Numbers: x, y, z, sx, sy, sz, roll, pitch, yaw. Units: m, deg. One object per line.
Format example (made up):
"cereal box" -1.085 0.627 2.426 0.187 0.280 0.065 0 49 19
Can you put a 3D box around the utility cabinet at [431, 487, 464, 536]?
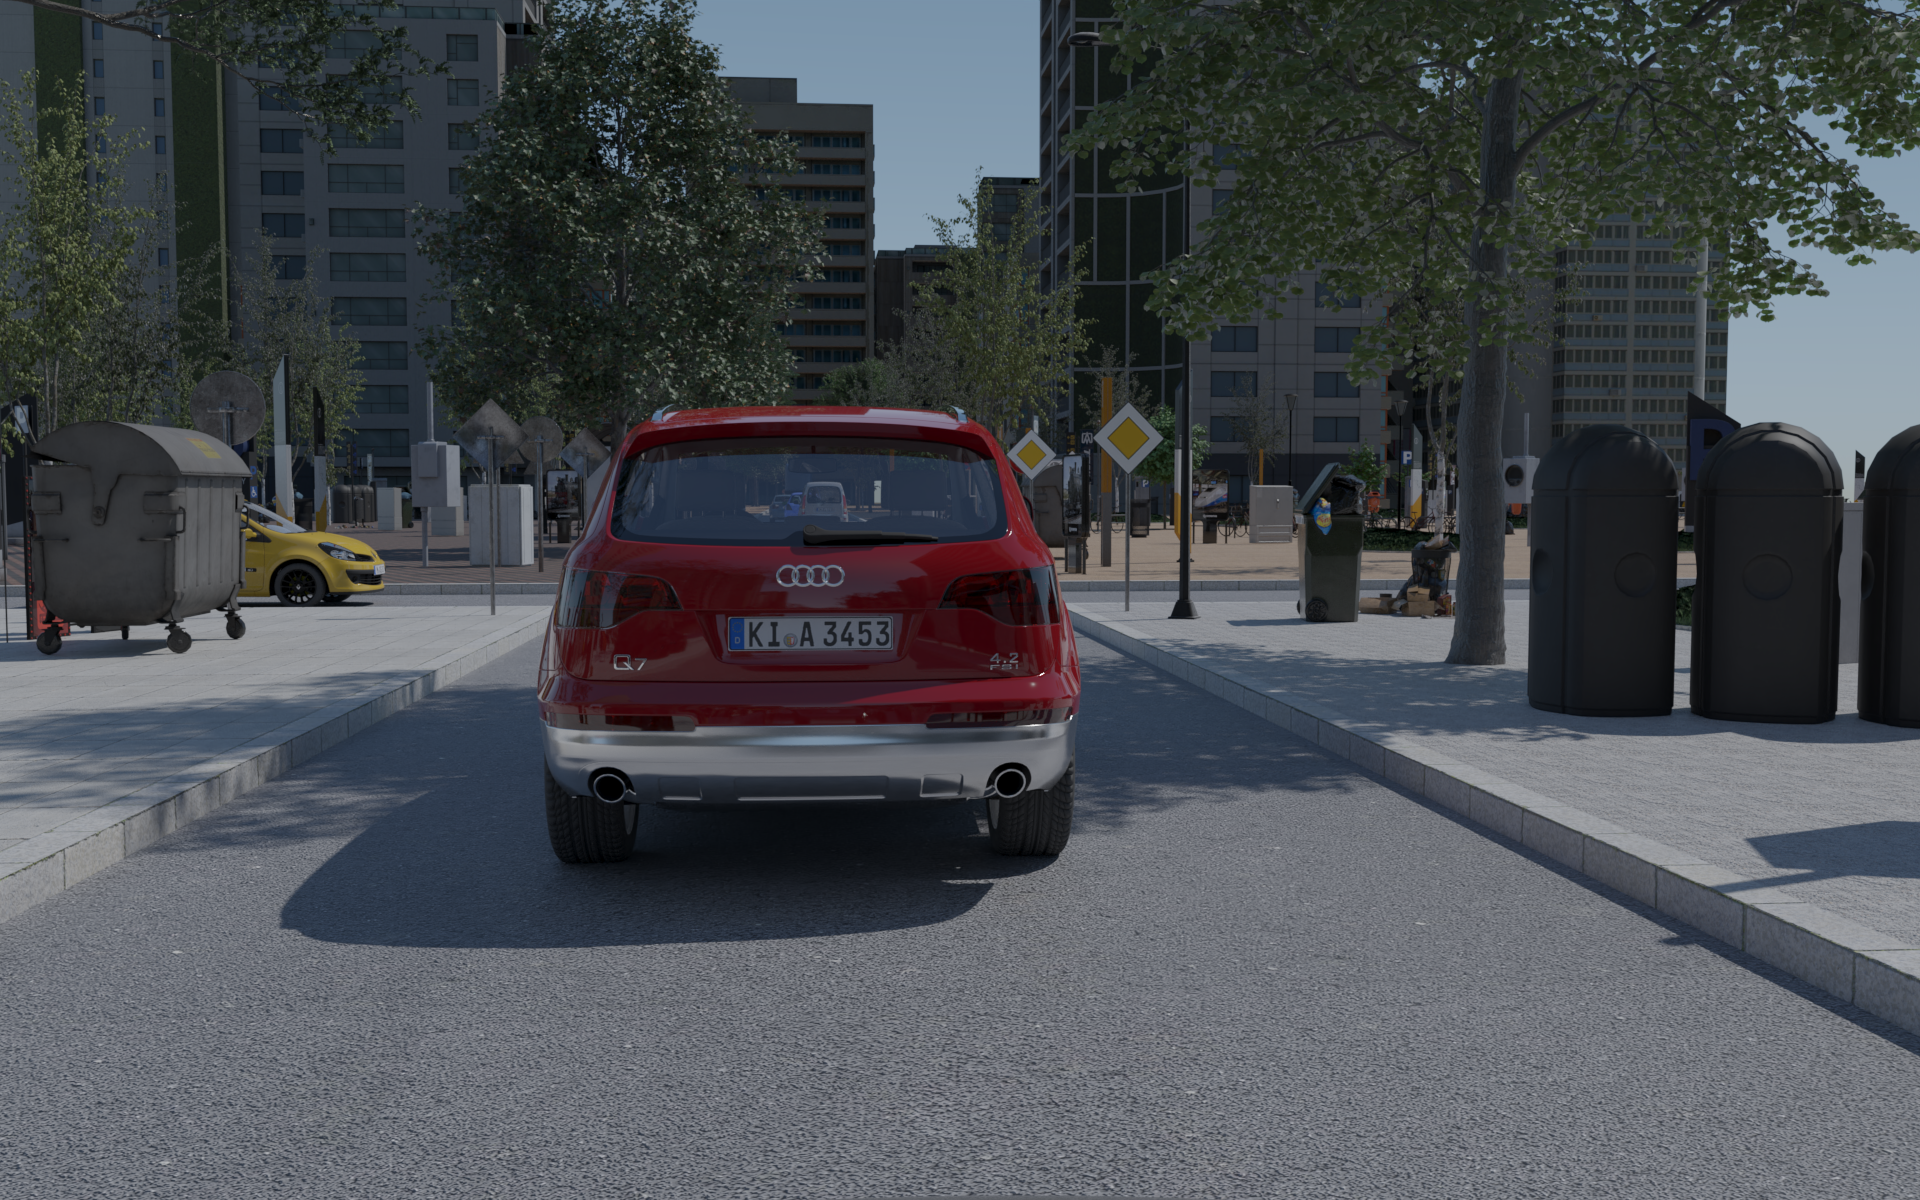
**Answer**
"utility cabinet" -15.615 -2.697 52.767 1.173 1.500 0.318 2 4 35

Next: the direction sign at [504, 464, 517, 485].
"direction sign" -17.560 -4.629 67.675 0.876 3.537 0.379 3 5 44

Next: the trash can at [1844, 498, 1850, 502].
"trash can" 29.677 -2.873 58.625 0.748 1.137 0.748 0 3 0

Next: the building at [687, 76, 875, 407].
"building" -21.164 -35.582 205.470 21.600 48.544 21.300 0 4 -5

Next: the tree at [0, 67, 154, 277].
"tree" -15.890 -4.844 29.568 4.737 8.622 4.395 0 3 0

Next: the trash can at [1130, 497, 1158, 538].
"trash can" 5.274 -2.406 50.991 0.748 1.137 0.748 0 3 0

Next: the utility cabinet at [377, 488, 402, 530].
"utility cabinet" -20.009 -3.187 60.781 1.173 1.500 0.318 3 5 44

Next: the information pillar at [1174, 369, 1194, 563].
"information pillar" 4.185 -2.510 32.386 0.183 3.616 0.504 3 5 39

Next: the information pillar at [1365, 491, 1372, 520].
"information pillar" 19.935 -4.901 84.621 0.304 2.012 0.304 1 4 21

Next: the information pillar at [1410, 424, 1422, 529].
"information pillar" 15.302 -4.083 58.104 0.504 3.616 0.183 -3 5 -39

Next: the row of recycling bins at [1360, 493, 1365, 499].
"row of recycling bins" 22.010 -5.496 96.980 1.069 1.692 3.534 0 4 -1

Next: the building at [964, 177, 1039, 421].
"building" 8.352 -23.792 160.692 14.160 30.474 14.107 0 4 -5

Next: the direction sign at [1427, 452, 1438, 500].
"direction sign" 25.265 -6.146 92.480 0.876 3.537 0.379 -2 4 -33

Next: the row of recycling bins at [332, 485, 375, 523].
"row of recycling bins" -27.073 -4.301 77.427 1.069 1.692 3.534 0 4 1

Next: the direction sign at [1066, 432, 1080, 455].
"direction sign" 4.311 -4.359 63.268 0.876 3.537 0.379 1 4 12

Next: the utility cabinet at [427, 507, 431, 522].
"utility cabinet" -24.079 -4.182 79.537 0.306 1.237 1.020 3 5 45

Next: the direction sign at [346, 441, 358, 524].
"direction sign" -26.092 -5.038 74.374 0.876 3.537 0.379 3 5 43

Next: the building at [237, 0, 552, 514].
"building" -37.409 -41.842 122.373 20.563 71.187 20.611 0 4 -5

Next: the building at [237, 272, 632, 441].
"building" -43.173 -18.672 150.321 28.899 21.520 27.650 0 4 -5

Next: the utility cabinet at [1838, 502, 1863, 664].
"utility cabinet" 6.387 -0.117 13.078 1.020 1.237 0.306 -2 4 -24

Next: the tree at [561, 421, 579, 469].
"tree" -18.976 -7.953 80.398 4.737 8.622 4.395 0 3 0

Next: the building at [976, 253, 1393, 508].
"building" 16.513 -18.028 139.803 27.650 21.520 28.899 0 4 -5

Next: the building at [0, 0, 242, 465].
"building" -72.918 -37.156 149.497 28.212 58.520 21.231 0 4 -5

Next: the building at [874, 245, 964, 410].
"building" -3.011 -26.421 203.679 14.107 30.474 14.160 0 4 -5

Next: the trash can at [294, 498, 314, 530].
"trash can" -21.509 -2.753 56.658 0.748 1.137 0.748 0 3 0

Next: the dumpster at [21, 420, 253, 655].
"dumpster" -6.845 -0.535 14.514 1.264 1.857 1.865 0 4 -5

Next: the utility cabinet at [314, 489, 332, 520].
"utility cabinet" -30.511 -4.561 83.254 0.318 1.500 1.173 1 4 18

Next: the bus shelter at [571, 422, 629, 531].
"bus shelter" -10.104 -3.504 51.208 2.014 3.302 5.546 0 4 -5

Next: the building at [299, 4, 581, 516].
"building" -31.366 -20.493 106.766 14.160 30.474 14.107 0 4 -5

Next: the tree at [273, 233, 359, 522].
"tree" -18.542 -5.959 47.787 4.360 8.622 3.978 0 3 0

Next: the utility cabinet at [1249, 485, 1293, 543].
"utility cabinet" 8.035 -2.203 44.690 1.173 1.500 0.318 -2 4 -28

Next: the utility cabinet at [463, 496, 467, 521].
"utility cabinet" -24.090 -4.405 83.181 1.020 1.237 0.306 3 4 38

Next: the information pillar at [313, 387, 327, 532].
"information pillar" -14.054 -2.855 38.032 0.183 3.616 0.504 0 4 -1

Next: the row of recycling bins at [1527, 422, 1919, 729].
"row of recycling bins" 5.124 -0.171 9.908 3.534 1.692 1.069 1 4 15

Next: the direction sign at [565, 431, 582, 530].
"direction sign" -13.634 -4.274 61.876 0.876 3.537 0.379 0 4 -7

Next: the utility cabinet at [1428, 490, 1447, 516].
"utility cabinet" 27.691 -5.628 100.697 1.173 1.500 0.318 0 4 1

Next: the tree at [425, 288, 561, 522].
"tree" -16.359 -6.660 59.254 4.737 8.622 4.395 0 3 0

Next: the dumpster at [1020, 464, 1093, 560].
"dumpster" 1.931 -1.757 34.480 1.264 1.857 1.865 0 4 -5

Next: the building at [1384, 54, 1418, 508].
"building" 29.960 -32.717 158.626 21.600 48.544 21.300 0 4 -5

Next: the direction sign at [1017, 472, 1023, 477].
"direction sign" 2.986 -5.455 81.189 0.379 3.537 0.876 -3 5 -40

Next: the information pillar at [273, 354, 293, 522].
"information pillar" -11.453 -2.322 29.318 0.183 3.616 0.504 -3 5 -43

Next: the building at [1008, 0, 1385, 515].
"building" 14.525 -41.262 112.886 20.563 71.187 20.611 0 4 -5

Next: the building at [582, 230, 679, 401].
"building" -44.340 -31.619 208.857 23.993 40.220 32.217 0 4 -5

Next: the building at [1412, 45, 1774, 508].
"building" 53.090 -28.401 156.242 23.993 40.220 32.217 0 4 -5

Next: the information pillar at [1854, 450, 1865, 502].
"information pillar" 47.210 -6.090 90.930 0.504 3.616 0.183 3 5 41
